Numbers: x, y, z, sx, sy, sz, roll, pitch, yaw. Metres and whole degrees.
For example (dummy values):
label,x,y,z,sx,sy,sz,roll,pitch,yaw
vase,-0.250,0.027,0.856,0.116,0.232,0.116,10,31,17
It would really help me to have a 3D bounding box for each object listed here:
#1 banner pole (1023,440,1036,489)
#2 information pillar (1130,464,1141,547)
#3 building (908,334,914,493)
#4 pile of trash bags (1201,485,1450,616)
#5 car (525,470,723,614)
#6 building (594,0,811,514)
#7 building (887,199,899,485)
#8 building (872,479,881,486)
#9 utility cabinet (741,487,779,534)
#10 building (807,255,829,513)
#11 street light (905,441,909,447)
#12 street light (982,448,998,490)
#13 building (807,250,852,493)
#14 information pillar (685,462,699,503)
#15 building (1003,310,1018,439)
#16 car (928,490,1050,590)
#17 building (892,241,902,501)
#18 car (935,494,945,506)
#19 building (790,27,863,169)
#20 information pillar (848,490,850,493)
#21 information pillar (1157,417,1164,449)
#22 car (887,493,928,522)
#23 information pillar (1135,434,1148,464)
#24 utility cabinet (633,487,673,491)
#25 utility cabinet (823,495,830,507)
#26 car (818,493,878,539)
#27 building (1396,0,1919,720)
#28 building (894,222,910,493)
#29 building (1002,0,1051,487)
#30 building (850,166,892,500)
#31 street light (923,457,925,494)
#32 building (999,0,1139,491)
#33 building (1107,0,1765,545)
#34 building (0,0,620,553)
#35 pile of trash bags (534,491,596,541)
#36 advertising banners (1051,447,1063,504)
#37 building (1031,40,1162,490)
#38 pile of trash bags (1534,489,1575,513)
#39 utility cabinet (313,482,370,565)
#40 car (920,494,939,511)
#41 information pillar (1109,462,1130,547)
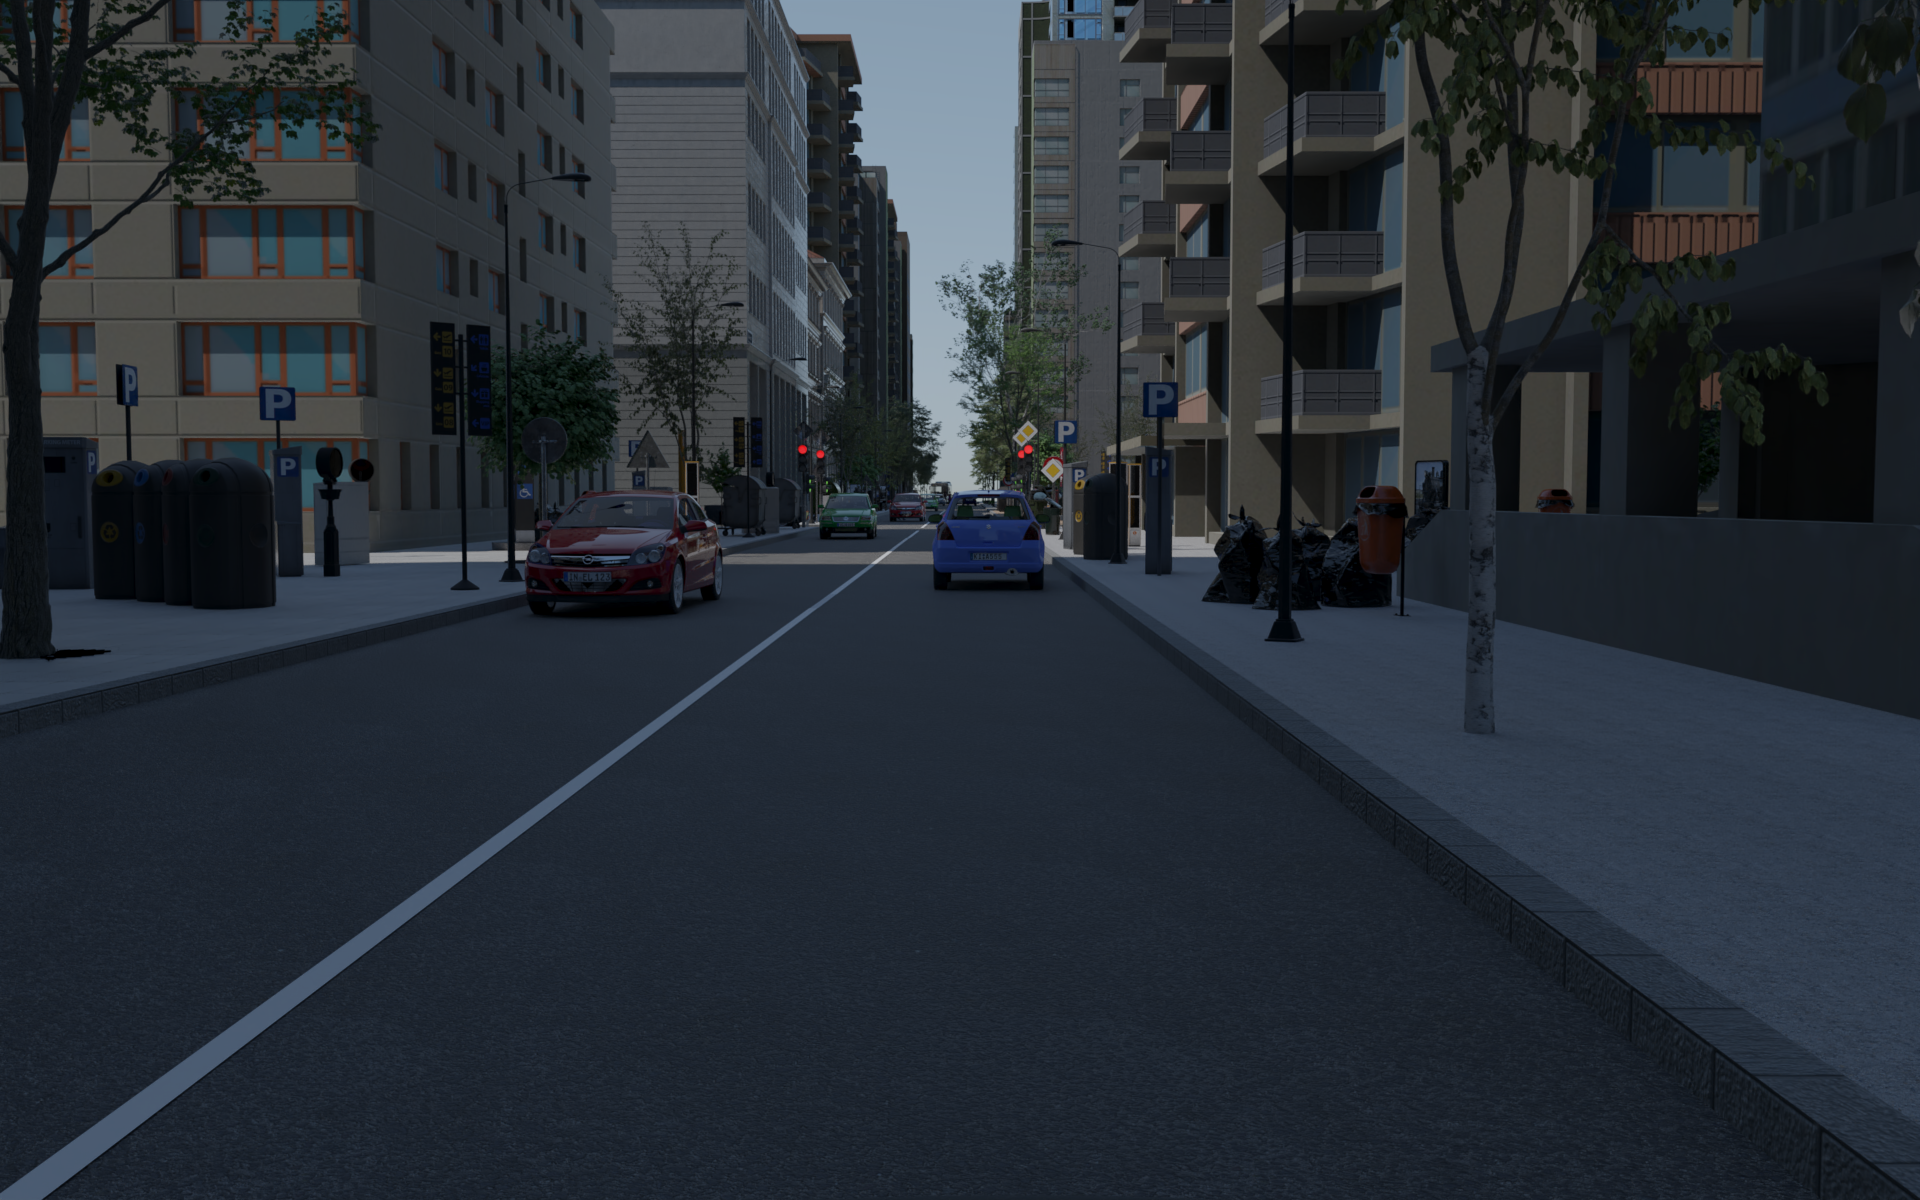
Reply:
label,x,y,z,sx,sy,sz,roll,pitch,yaw
banner pole,3.249,-5.530,80.427,0.863,3.779,0.401,-1,4,-19
information pillar,4.244,-2.310,42.254,0.304,2.012,0.304,0,4,-4
building,-15.330,-32.369,300.932,14.160,30.474,14.107,0,4,0
pile of trash bags,4.109,-0.598,19.535,1.912,1.369,3.447,-1,4,-13
car,-4.195,-0.794,22.022,2.155,1.783,4.494,0,4,2
building,-14.770,-19.181,91.109,11.434,29.767,29.804,0,4,0
building,-20.187,-36.409,249.908,22.147,44.769,28.867,0,4,0
building,-25.149,-30.514,190.792,32.217,40.220,23.993,0,4,0
utility cabinet,-6.409,-2.870,55.603,1.173,1.500,0.318,-1,4,-21
building,-14.806,-15.425,116.824,10.561,19.102,19.286,0,4,0
street light,-5.434,-10.938,151.384,1.470,5.913,1.316,0,4,0
street light,2.886,-12.337,174.254,1.470,5.913,1.316,0,4,0
building,-15.018,-18.394,136.900,11.583,22.565,21.152,0,4,0
information pillar,-6.060,-2.126,39.254,0.304,2.012,0.304,0,4,-7
building,13.721,-30.537,270.980,14.160,30.474,14.107,0,4,0
car,0.454,-1.079,27.239,1.945,1.707,3.694,0,4,1
building,-16.396,-35.983,271.920,14.154,41.232,14.086,0,4,0
car,-2.714,-12.030,208.695,2.014,1.417,4.499,0,4,-1
building,-20.591,-31.121,163.446,22.147,44.769,28.867,0,4,0
information pillar,-8.257,-8.516,130.590,0.183,3.616,0.504,3,5,43
information pillar,4.597,-2.962,39.780,0.183,3.616,0.504,1,4,18
car,-2.748,-5.023,91.174,2.155,1.783,4.494,0,4,1
information pillar,7.042,-4.637,67.173,0.504,3.616,0.183,0,4,-7
utility cabinet,-9.158,-2.633,51.735,1.173,1.500,0.318,1,4,19
utility cabinet,-5.957,-4.086,77.971,0.306,1.237,1.020,0,4,5
car,-3.626,-2.915,56.452,1.959,1.807,4.718,0,4,-1
building,21.582,-19.678,13.619,32.217,40.220,23.993,0,4,0
building,-15.343,-38.887,285.907,14.600,45.320,14.200,0,4,0
building,16.705,-49.768,251.961,20.563,71.187,20.611,0,4,0
building,-16.021,-32.179,209.728,14.154,41.232,14.086,0,4,0
street light,-5.158,-16.028,234.592,1.470,5.913,1.316,0,4,0
building,18.020,-59.883,291.764,22.319,86.520,31.000,0,4,0
building,16.026,-24.052,47.869,22.147,44.769,28.867,0,4,0
building,-27.283,-12.584,50.785,28.899,21.520,27.650,0,4,0
pile of trash bags,-10.216,-2.215,45.974,1.912,1.369,3.447,-2,4,-30
advertising banners,3.642,-4.202,64.888,0.090,3.025,2.074,-1,4,-8
building,13.553,-29.149,160.176,14.154,41.232,14.086,0,4,0
pile of trash bags,8.657,-1.182,29.071,3.447,1.369,1.912,-1,4,-10
utility cabinet,-11.129,-1.375,31.158,0.318,1.500,1.173,1,4,17
car,-2.712,-8.279,144.160,1.959,1.807,4.718,0,4,0
information pillar,3.641,-2.166,39.907,0.304,2.012,0.304,-2,4,-33
